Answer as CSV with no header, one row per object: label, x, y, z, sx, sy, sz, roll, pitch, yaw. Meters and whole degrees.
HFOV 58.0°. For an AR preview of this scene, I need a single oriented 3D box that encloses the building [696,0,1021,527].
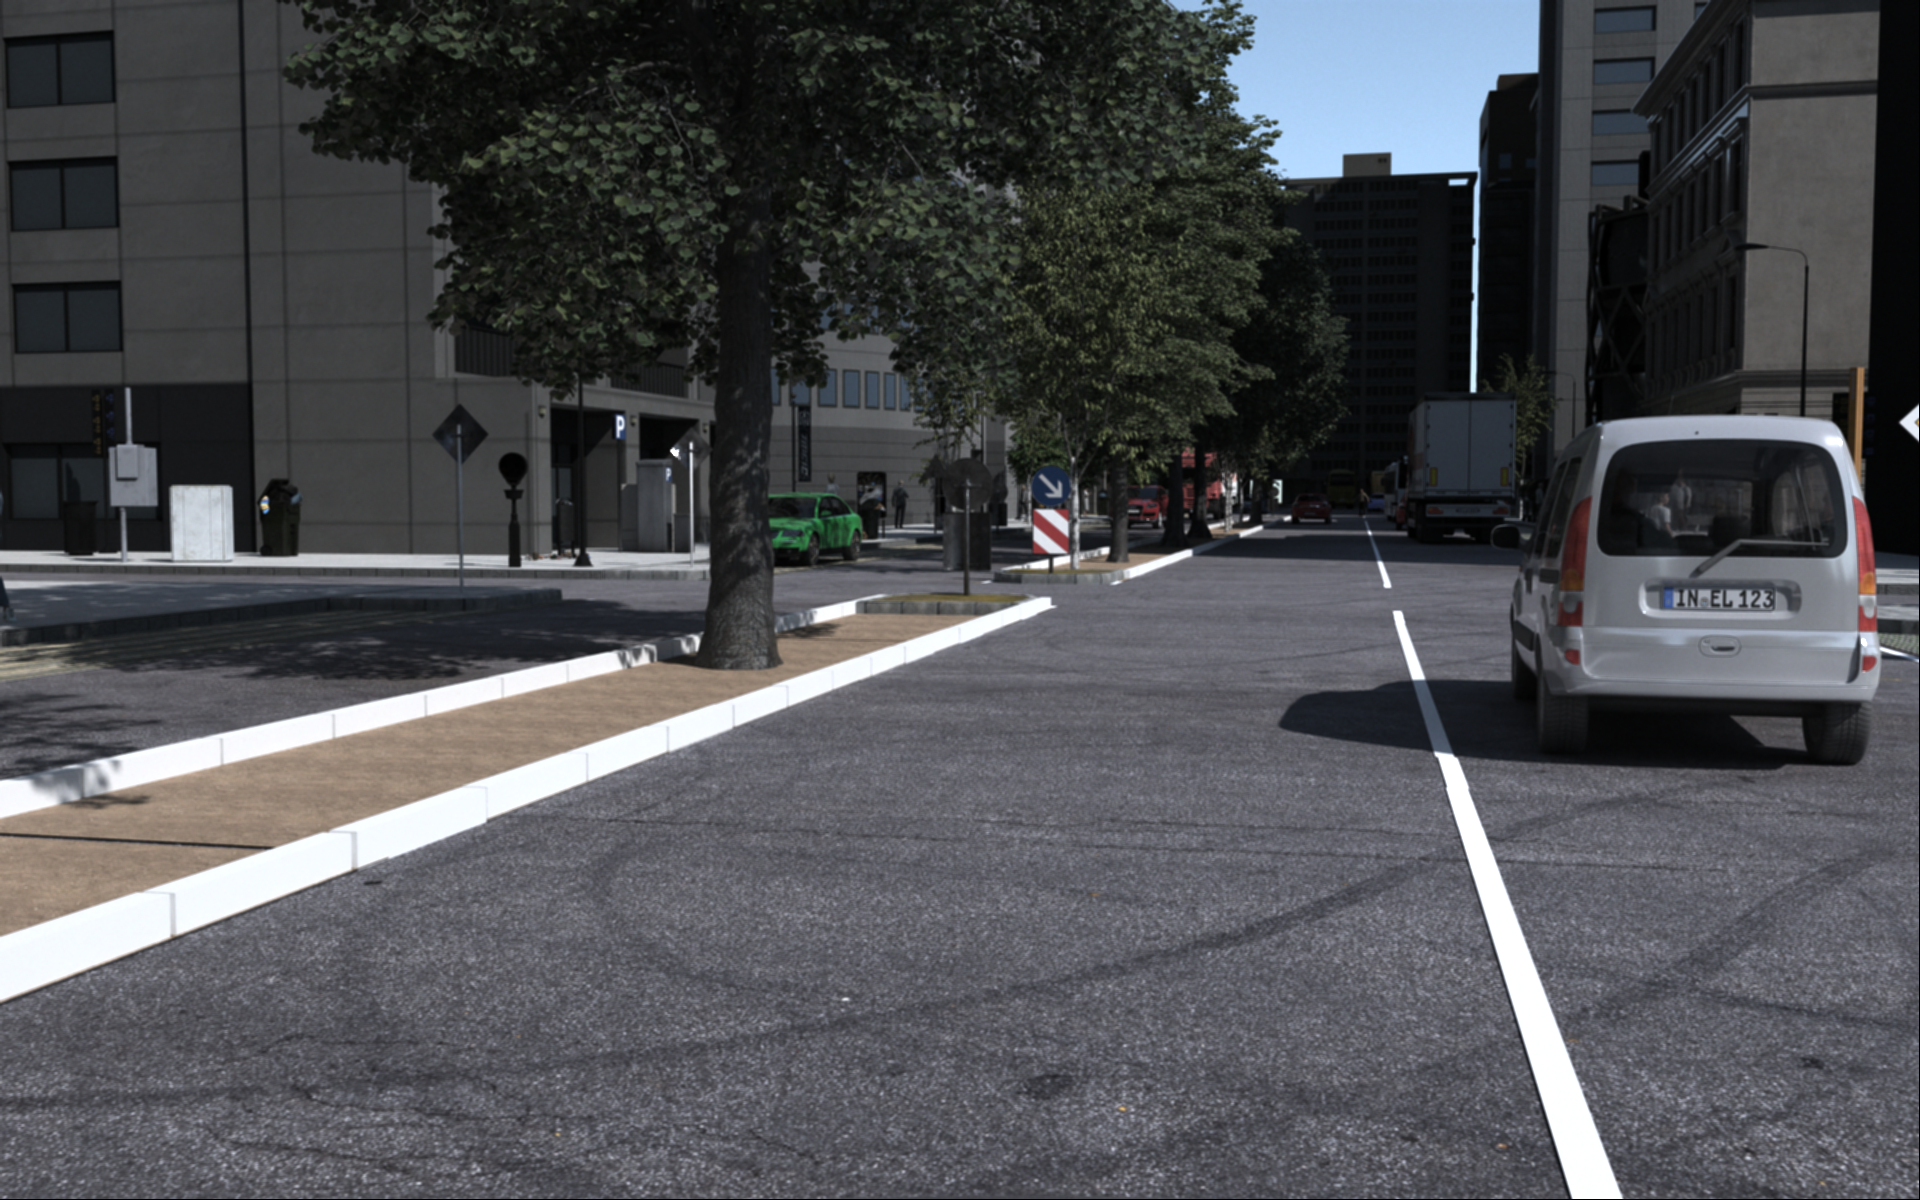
building,-10.180,-32.808,78.406,21.231,58.520,28.212,1,4,13

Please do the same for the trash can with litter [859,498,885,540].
trash can with litter,-2.601,-2.272,48.537,0.624,1.170,1.055,2,4,28

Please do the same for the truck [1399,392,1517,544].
truck,15.177,-3.938,53.297,2.839,4.237,11.283,1,4,12

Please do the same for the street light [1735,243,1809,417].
street light,15.047,-3.644,32.126,1.470,5.913,1.316,1,4,13

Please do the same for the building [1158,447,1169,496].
building,14.605,-24.419,170.950,14.107,30.474,14.160,1,4,13

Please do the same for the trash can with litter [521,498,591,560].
trash can with litter,-8.149,-1.431,34.461,1.678,1.210,2.233,1,4,20

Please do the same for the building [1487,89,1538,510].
building,59.897,-27.420,140.204,32.217,40.220,23.993,1,4,13

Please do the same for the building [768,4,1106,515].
building,-0.849,-41.428,115.601,20.563,71.187,20.611,1,4,13

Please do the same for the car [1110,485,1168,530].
car,7.553,-3.867,71.896,2.281,1.827,5.304,1,4,14

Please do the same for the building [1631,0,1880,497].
building,32.777,-13.996,64.984,11.583,22.565,21.152,1,4,13

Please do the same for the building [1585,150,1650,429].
building,40.755,-13.516,88.443,16.820,18.784,16.811,1,4,13

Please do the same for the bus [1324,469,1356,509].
bus,37.197,-10.875,169.352,2.896,3.916,12.252,1,4,11

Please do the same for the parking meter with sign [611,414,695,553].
parking meter with sign,-6.664,-2.539,37.774,1.738,3.016,0.543,1,4,13

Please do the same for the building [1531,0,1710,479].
building,49.554,-35.063,115.279,21.231,58.520,28.212,1,4,13

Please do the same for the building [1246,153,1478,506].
building,46.722,-31.093,200.257,23.993,40.220,32.217,1,4,13

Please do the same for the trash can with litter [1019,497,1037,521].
trash can with litter,3.577,-4.338,81.980,1.678,1.210,2.233,-1,4,-9

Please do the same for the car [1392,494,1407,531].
car,18.339,-3.676,69.140,2.155,1.783,4.494,1,4,15

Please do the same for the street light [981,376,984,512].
street light,1.341,-5.546,63.212,1.470,5.913,1.316,1,4,13

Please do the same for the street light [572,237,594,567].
street light,-6.156,-3.538,30.382,1.470,5.913,1.316,1,4,13

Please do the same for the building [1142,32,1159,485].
building,9.241,-28.374,147.511,14.154,41.232,14.086,1,4,13

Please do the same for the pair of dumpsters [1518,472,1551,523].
pair of dumpsters,26.414,-4.666,78.780,1.574,2.255,4.437,1,4,13

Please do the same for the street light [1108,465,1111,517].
street light,8.897,-7.554,96.043,1.470,5.913,1.316,1,4,13

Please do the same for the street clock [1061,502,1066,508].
street clock,4.836,-4.677,81.038,0.358,2.002,0.471,2,4,28

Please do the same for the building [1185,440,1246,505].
building,22.765,-31.417,205.548,23.993,40.220,32.217,1,4,13

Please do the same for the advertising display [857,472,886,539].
advertising display,-2.557,-2.751,50.191,0.974,1.923,0.123,2,4,34

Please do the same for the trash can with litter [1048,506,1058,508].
trash can with litter,5.087,-4.857,90.797,1.055,1.170,0.624,-1,4,-12

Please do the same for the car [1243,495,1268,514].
car,21.456,-6.986,126.223,2.014,1.417,4.499,1,4,14

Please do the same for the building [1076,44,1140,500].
building,6.138,-29.518,132.729,14.600,45.320,14.200,1,4,13

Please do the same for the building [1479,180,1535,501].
building,55.467,-23.811,161.016,14.160,30.474,14.107,1,4,13

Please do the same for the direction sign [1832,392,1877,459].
direction sign,19.907,-2.853,38.638,0.876,3.537,0.379,2,4,35

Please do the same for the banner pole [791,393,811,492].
banner pole,-3.991,-3.257,43.273,0.401,3.779,0.863,3,4,39

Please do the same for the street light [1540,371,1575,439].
street light,22.516,-5.668,65.220,1.470,5.913,1.316,1,4,13

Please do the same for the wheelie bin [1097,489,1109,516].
wheelie bin,8.367,-5.713,101.311,0.693,1.594,0.980,-1,4,-15

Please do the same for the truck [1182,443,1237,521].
truck,13.800,-6.627,97.259,2.839,4.237,11.283,1,4,14

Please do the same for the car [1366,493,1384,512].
car,33.275,-7.830,137.615,1.945,1.707,3.694,1,4,14

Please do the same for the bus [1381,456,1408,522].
bus,23.700,-5.842,90.381,2.948,3.499,13.247,1,4,11

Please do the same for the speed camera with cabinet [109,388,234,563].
speed camera with cabinet,-14.818,-2.338,32.560,2.038,3.252,0.660,0,4,-6

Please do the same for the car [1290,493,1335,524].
car,17.031,-4.569,83.749,2.155,1.783,4.494,1,4,14

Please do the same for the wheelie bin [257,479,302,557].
wheelie bin,-13.962,-1.696,35.641,0.693,1.594,0.980,1,4,10

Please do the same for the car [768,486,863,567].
car,-3.371,-1.638,35.575,1.959,1.807,4.718,1,4,14

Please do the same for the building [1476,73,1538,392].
building,63.702,-32.848,187.177,14.200,45.320,14.600,1,4,13

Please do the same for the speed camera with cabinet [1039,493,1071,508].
speed camera with cabinet,5.242,-6.335,97.918,2.038,3.252,0.660,1,4,19

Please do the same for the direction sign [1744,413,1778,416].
direction sign,22.487,-3.471,48.741,0.876,3.537,0.379,1,4,18

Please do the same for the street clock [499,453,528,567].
street clock,-7.801,-1.574,30.299,0.471,2.002,0.358,0,4,-6

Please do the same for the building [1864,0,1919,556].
building,26.979,-12.322,31.148,15.834,23.373,12.332,1,4,13

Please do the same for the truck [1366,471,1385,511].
truck,36.028,-9.186,146.122,3.469,3.379,9.791,1,4,13

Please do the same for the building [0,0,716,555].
building,-16.525,-37.188,46.282,20.563,71.187,20.611,1,4,13

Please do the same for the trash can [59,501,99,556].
trash can,-18.342,-1.496,36.107,0.748,1.137,0.748,0,3,0
